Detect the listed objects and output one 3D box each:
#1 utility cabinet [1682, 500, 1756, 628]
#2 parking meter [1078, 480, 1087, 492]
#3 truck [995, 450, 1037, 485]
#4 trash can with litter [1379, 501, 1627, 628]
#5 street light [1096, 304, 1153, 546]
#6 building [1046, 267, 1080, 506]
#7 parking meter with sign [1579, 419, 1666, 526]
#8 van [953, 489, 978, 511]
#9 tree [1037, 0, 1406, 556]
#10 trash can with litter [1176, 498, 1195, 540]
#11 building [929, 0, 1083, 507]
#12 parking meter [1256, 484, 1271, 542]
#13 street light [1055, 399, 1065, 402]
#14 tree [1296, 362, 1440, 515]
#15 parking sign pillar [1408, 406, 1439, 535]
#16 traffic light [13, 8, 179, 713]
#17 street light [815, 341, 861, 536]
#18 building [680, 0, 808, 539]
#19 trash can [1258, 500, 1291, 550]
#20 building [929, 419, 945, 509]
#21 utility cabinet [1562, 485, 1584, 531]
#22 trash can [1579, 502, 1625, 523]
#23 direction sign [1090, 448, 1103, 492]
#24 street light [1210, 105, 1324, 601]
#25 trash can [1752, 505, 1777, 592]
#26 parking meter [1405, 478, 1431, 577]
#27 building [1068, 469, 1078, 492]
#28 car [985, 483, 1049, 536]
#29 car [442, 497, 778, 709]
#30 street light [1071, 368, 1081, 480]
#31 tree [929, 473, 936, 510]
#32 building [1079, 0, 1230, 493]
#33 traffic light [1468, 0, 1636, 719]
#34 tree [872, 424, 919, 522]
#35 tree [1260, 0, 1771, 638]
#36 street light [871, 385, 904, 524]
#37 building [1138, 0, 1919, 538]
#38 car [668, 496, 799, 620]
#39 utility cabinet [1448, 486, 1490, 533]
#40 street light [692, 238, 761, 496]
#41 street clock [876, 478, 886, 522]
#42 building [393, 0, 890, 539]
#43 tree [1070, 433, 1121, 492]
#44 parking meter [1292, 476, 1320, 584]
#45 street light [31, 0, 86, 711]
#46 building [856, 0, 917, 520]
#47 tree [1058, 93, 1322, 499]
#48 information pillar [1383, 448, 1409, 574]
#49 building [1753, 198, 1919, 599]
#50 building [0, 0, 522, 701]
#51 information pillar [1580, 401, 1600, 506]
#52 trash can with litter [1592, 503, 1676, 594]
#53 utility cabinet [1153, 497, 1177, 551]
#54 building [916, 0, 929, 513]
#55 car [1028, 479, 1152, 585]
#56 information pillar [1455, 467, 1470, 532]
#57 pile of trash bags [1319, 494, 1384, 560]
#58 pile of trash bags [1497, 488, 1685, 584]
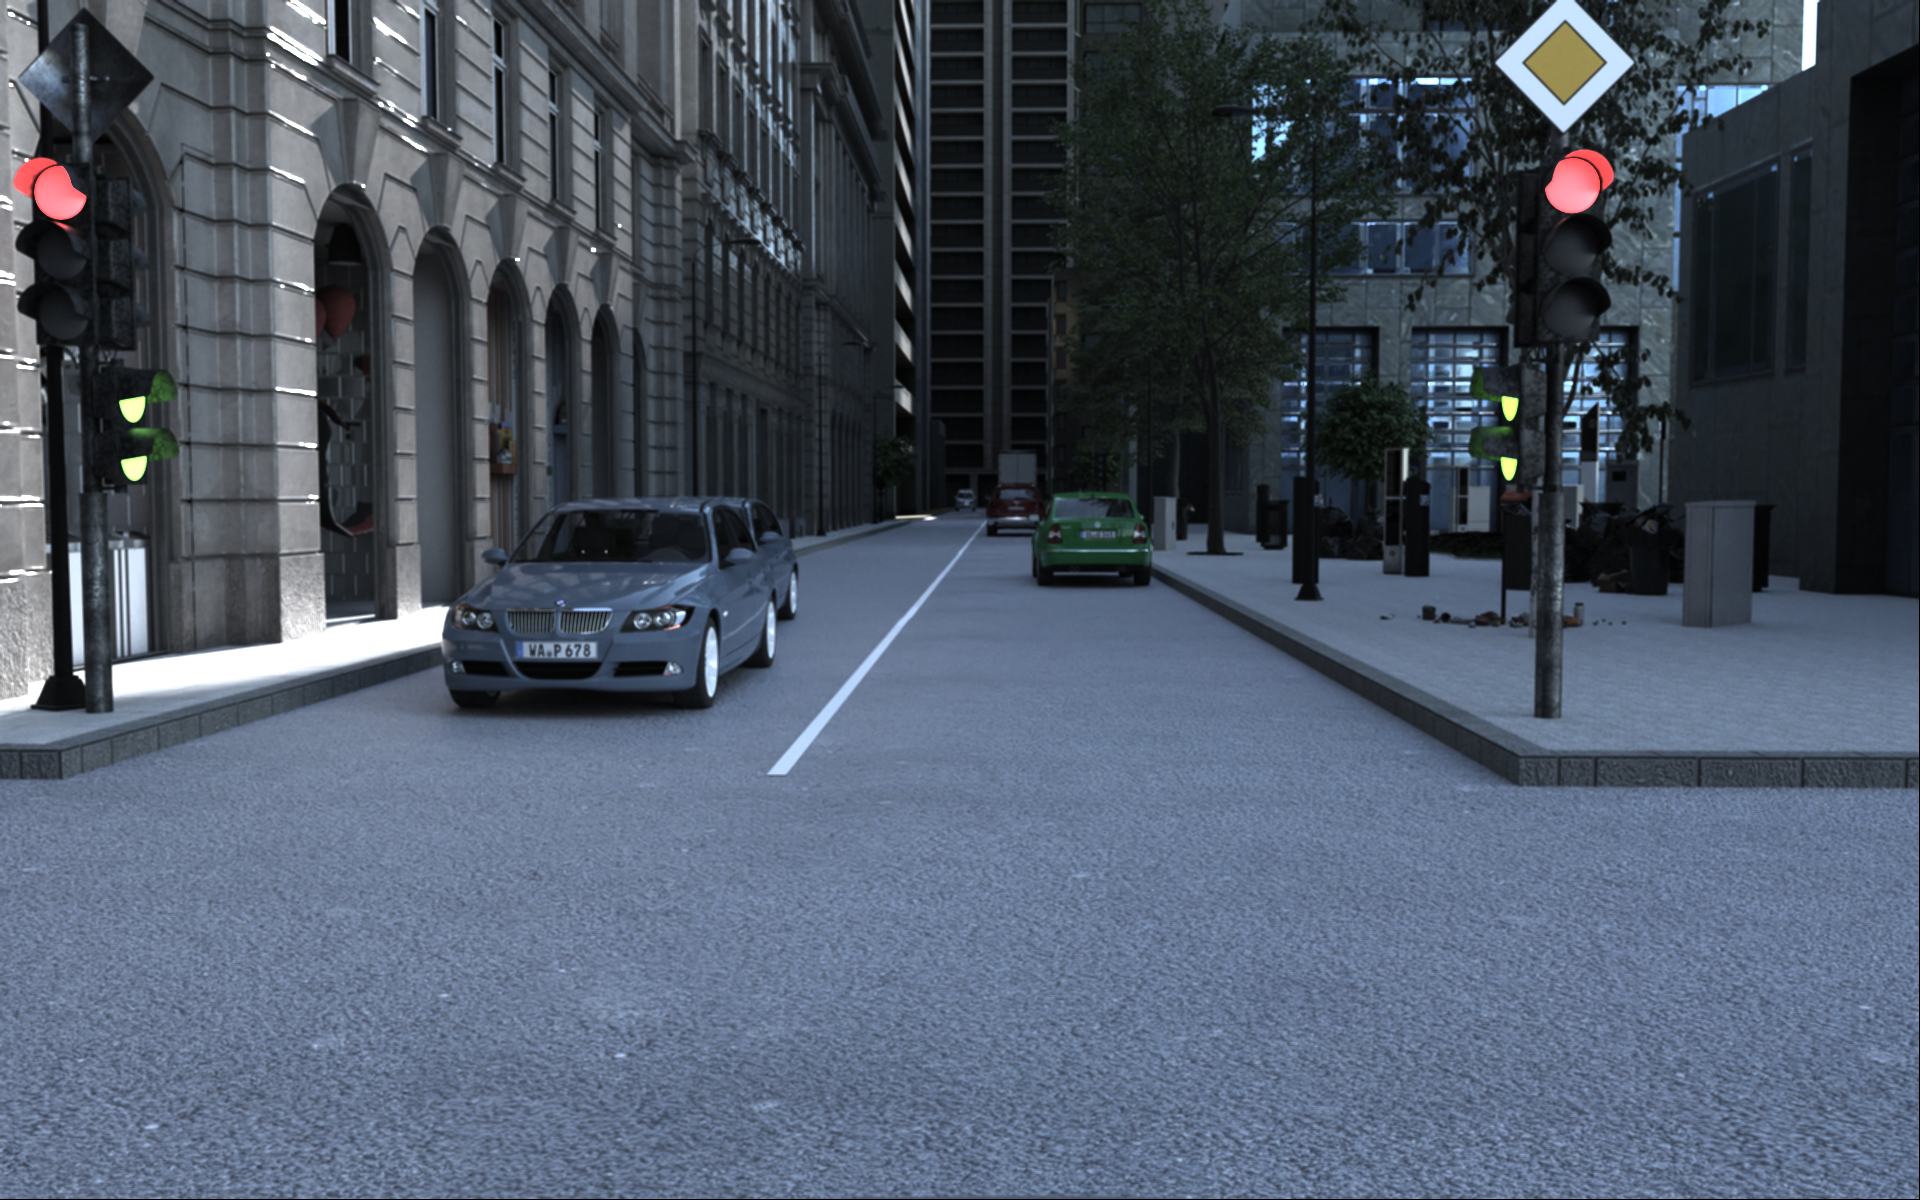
[{"bbox_3d":[7.456,-0.359,17.029,1.020,1.237,0.306,-3,5,-45],"label":"utility cabinet"},{"bbox_3d":[5.235,-4.162,73.758,0.255,1.863,0.399,-2,4,-26],"label":"parking meter"},{"bbox_3d":[3.762,-7.761,115.804,2.839,4.237,11.283,0,4,1],"label":"truck"},{"bbox_3d":[5.333,-0.380,17.270,2.233,1.210,1.678,3,5,39],"label":"trash can with litter"},{"bbox_3d":[4.116,-4.279,42.509,1.470,5.913,1.316,0,4,2],"label":"street light"},{"bbox_3d":[21.417,-18.426,146.310,27.650,21.520,28.899,0,4,2],"label":"building"},{"bbox_3d":[14.709,-2.585,38.534,1.738,3.016,0.543,1,4,17],"label":"parking meter with sign"},{"bbox_3d":[0.476,-8.434,144.902,2.013,2.044,4.112,0,4,1],"label":"van"},{"bbox_3d":[5.236,-6.760,36.277,9.928,11.665,9.643,0,3,0],"label":"tree"},{"bbox_3d":[6.009,-2.239,47.996,0.624,1.170,1.055,2,4,34],"label":"trash can with litter"},{"bbox_3d":[6.812,-45.236,177.862,20.611,71.187,20.563,0,4,2],"label":"building"},{"bbox_3d":[8.065,-2.300,46.013,0.372,1.533,0.369,0,3,0],"label":"parking meter"},{"bbox_3d":[5.353,-6.876,84.971,1.470,5.913,1.316,0,4,2],"label":"street light"},{"bbox_3d":[10.155,-3.620,42.903,4.285,4.588,4.351,0,3,0],"label":"tree"},{"bbox_3d":[13.810,-3.915,52.486,1.447,3.967,1.447,1,4,22],"label":"parking sign pillar"},{"bbox_3d":[-5.046,-1.294,10.070,0.839,4.253,0.868,0,4,2],"label":"traffic light"},{"bbox_3d":[-3.706,-4.909,52.805,1.470,5.913,1.316,0,4,2],"label":"street light"},{"bbox_3d":[-9.594,-11.871,43.241,9.793,20.994,18.267,0,4,2],"label":"building"},{"bbox_3d":[7.267,-1.737,40.051,0.748,1.137,0.748,0,3,0],"label":"trash can"},{"bbox_3d":[-17.195,-51.144,148.873,31.000,86.520,22.319,0,4,2],"label":"building"},{"bbox_3d":[14.150,-1.976,40.984,0.318,1.500,1.173,-3,4,-36],"label":"utility cabinet"},{"bbox_3d":[10.886,-1.087,29.419,0.748,1.137,0.748,0,3,0],"label":"trash can"},{"bbox_3d":[6.626,-5.640,84.214,0.379,3.537,0.876,-3,5,-41],"label":"direction sign"},{"bbox_3d":[3.693,-2.954,20.844,1.470,5.913,1.316,0,4,2],"label":"street light"},{"bbox_3d":[10.347,-0.685,22.855,0.748,1.137,0.748,0,3,0],"label":"trash can"},{"bbox_3d":[7.132,-1.137,26.995,0.372,1.533,0.369,0,3,0],"label":"parking meter"},{"bbox_3d":[23.794,-26.139,119.258,32.217,40.220,23.993,0,4,2],"label":"building"},{"bbox_3d":[1.983,-3.168,60.473,2.281,1.827,5.304,0,4,2],"label":"car"},{"bbox_3d":[-2.465,-0.068,13.114,2.014,1.417,4.499,0,4,2],"label":"car"},{"bbox_3d":[4.786,-5.578,63.738,1.470,5.913,1.316,0,4,2],"label":"street light"},{"bbox_3d":[-2.638,-8.781,138.178,1.663,3.219,1.824,0,3,0],"label":"tree"},{"bbox_3d":[13.912,-20.129,100.811,14.160,30.474,14.107,0,4,2],"label":"building"},{"bbox_3d":[3.363,-1.280,9.850,0.839,4.253,0.868,0,4,2],"label":"traffic light"},{"bbox_3d":[-3.585,-5.979,81.470,4.285,4.588,4.351,0,3,0],"label":"tree"},{"bbox_3d":[4.985,-3.956,15.044,4.360,8.622,3.978,0,3,0],"label":"tree"},{"bbox_3d":[-3.097,-6.211,74.093,1.470,5.913,1.316,0,4,2],"label":"street light"},{"bbox_3d":[18.662,-46.138,67.024,22.319,86.520,31.000,0,4,2],"label":"building"},{"bbox_3d":[-2.829,-0.400,18.550,2.014,1.417,4.499,0,4,3],"label":"car"},{"bbox_3d":[14.882,-2.567,50.656,1.173,1.500,0.318,-1,4,-15],"label":"utility cabinet"},{"bbox_3d":[-4.299,-3.611,31.574,1.470,5.913,1.316,0,4,2],"label":"street light"},{"bbox_3d":[-3.576,-4.505,78.228,0.471,2.002,0.358,1,4,12],"label":"street clock"},{"bbox_3d":[-10.035,-13.612,64.356,13.314,21.916,24.055,0,4,2],"label":"building"},{"bbox_3d":[7.389,-6.652,92.476,4.285,4.588,4.351,0,3,0],"label":"tree"},{"bbox_3d":[4.965,-1.006,24.854,0.372,1.533,0.369,0,3,0],"label":"parking meter"},{"bbox_3d":[-4.837,-2.303,10.201,1.470,5.913,1.316,0,4,2],"label":"street light"},{"bbox_3d":[-13.624,-28.877,95.834,21.300,48.544,21.600,0,4,2],"label":"building"},{"bbox_3d":[6.570,-8.048,49.712,7.486,12.596,7.792,0,3,0],"label":"tree"},{"bbox_3d":[6.984,-1.422,27.749,0.304,2.012,0.304,2,4,33],"label":"information pillar"},{"bbox_3d":[26.640,-43.152,18.200,31.000,86.520,22.319,0,4,2],"label":"building"},{"bbox_3d":[-11.489,-10.986,21.421,13.314,21.916,24.055,0,4,2],"label":"building"},{"bbox_3d":[16.015,-3.221,44.023,0.183,3.616,0.504,-2,4,-33],"label":"information pillar"},{"bbox_3d":[8.629,-0.665,22.258,0.624,1.170,1.055,-2,4,-32],"label":"trash can with litter"},{"bbox_3d":[4.715,-1.750,39.777,0.306,1.237,1.020,1,4,21],"label":"utility cabinet"},{"bbox_3d":[-13.272,-35.376,120.389,21.231,58.520,28.212,0,4,2],"label":"building"},{"bbox_3d":[2.111,-1.207,28.526,1.959,1.807,4.718,0,4,0],"label":"car"},{"bbox_3d":[13.630,-2.601,47.024,0.304,2.012,0.304,0,4,5],"label":"information pillar"},{"bbox_3d":[7.902,-1.558,35.219,1.912,1.369,3.447,-2,4,-24],"label":"pile of trash bags"},{"bbox_3d":[8.985,-0.928,24.918,3.447,1.369,1.912,-2,4,-34],"label":"pile of trash bags"}]
